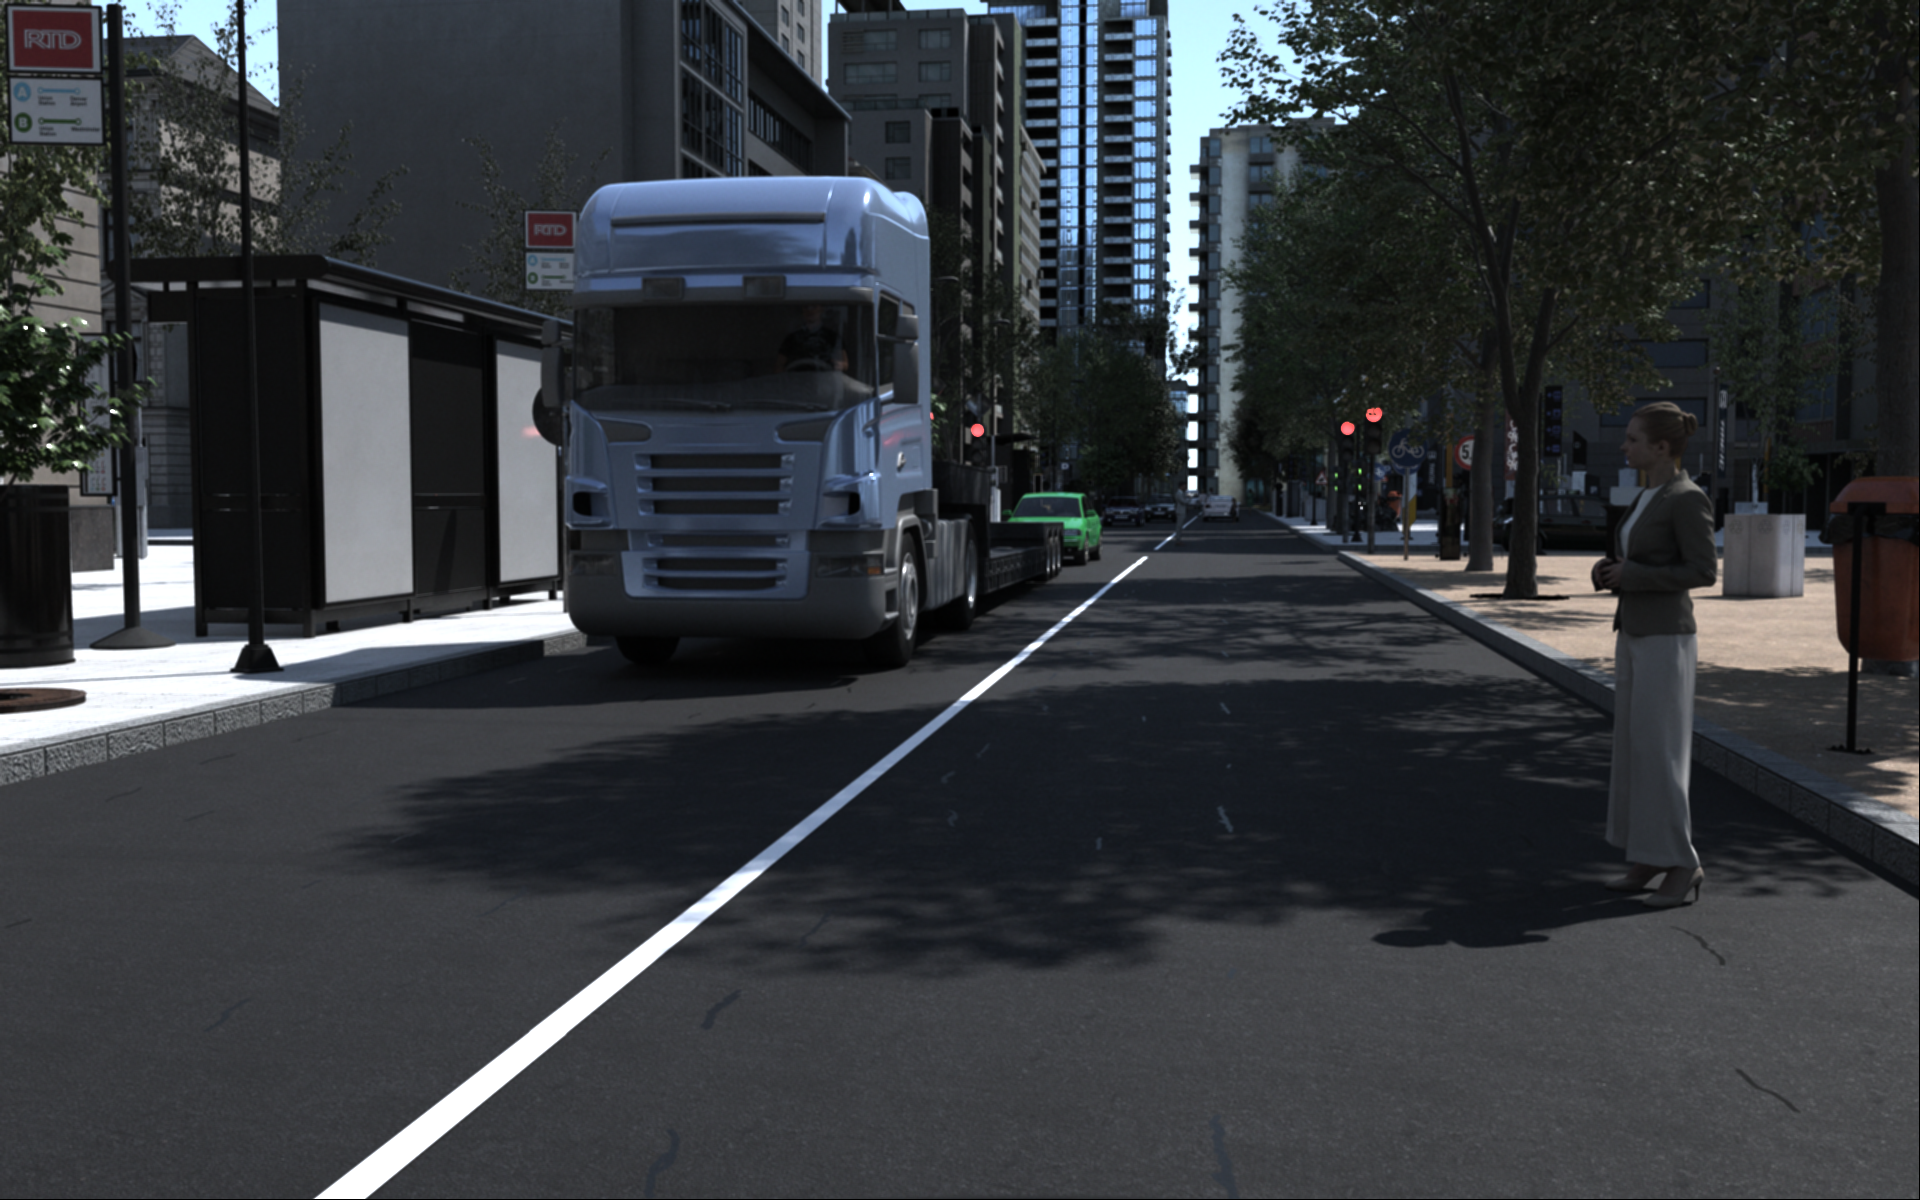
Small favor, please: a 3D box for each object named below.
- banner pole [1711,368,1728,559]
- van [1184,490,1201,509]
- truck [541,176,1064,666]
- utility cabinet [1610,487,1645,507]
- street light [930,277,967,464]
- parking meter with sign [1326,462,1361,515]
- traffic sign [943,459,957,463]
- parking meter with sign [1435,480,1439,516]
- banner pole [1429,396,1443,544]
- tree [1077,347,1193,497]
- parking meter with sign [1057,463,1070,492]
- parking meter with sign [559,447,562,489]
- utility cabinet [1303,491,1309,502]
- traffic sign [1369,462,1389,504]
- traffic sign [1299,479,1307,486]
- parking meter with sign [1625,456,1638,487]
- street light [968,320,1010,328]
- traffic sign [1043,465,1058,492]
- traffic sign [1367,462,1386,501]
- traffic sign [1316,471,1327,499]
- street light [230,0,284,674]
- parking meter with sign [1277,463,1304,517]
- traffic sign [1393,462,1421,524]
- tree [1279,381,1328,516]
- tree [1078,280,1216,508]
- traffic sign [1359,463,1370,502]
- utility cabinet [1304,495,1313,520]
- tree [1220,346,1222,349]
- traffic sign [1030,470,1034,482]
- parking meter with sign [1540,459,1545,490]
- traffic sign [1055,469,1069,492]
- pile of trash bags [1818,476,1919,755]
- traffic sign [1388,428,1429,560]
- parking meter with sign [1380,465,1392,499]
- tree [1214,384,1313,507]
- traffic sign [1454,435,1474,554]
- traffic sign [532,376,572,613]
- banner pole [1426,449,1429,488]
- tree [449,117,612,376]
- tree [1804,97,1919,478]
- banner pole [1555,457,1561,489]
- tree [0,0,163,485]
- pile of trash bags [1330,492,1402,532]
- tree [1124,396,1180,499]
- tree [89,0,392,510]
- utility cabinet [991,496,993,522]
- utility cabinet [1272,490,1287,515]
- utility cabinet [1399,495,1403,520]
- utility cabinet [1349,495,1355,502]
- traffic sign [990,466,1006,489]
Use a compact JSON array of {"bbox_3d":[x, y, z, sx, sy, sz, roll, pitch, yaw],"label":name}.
[{"bbox_3d":[15.136,-2.724,34.550,0.401,3.779,0.863,3,5,43],"label":"banner pole"},{"bbox_3d":[22.131,-9.678,165.246,2.013,2.044,4.112,0,4,7],"label":"van"},{"bbox_3d":[-0.643,-1.937,21.432,2.967,4.110,18.799,0,4,8],"label":"truck"},{"bbox_3d":[20.415,-2.694,52.733,1.173,1.500,0.318,1,4,15],"label":"utility cabinet"},{"bbox_3d":[-0.725,-3.960,37.279,1.470,5.913,1.316,1,4,9],"label":"street light"},{"bbox_3d":[20.368,-5.825,91.496,1.738,3.016,0.543,0,4,-6],"label":"parking meter with sign"},{"bbox_3d":[-0.403,-3.793,62.122,0.768,2.556,0.104,1,4,14],"label":"traffic sign"},{"bbox_3d":[25.072,-5.858,92.039,0.543,3.016,1.738,-2,4,-25],"label":"parking meter with sign"},{"bbox_3d":[12.346,-3.333,44.511,0.401,3.779,0.863,1,4,16],"label":"banner pole"},{"bbox_3d":[13.483,-13.366,135.546,9.611,12.733,9.660,0,3,0],"label":"tree"},{"bbox_3d":[5.569,-6.063,95.387,0.543,3.016,1.738,1,4,19],"label":"parking meter with sign"},{"bbox_3d":[-13.092,-3.519,53.796,0.543,3.016,1.738,3,5,40],"label":"parking meter with sign"},{"bbox_3d":[22.765,-6.447,114.084,0.318,1.500,1.173,0,4,5],"label":"utility cabinet"},{"bbox_3d":[17.064,-4.332,70.839,0.884,2.594,0.081,1,4,13],"label":"traffic sign"},{"bbox_3d":[21.669,-6.754,110.427,0.884,2.594,0.081,1,4,15],"label":"traffic sign"},{"bbox_3d":[26.982,-4.489,69.652,0.543,3.016,1.738,1,4,22],"label":"parking meter with sign"},{"bbox_3d":[0.636,-4.515,46.358,1.470,5.913,1.316,1,4,9],"label":"street light"},{"bbox_3d":[4.048,-4.682,76.658,0.768,2.556,0.104,1,4,15],"label":"traffic sign"},{"bbox_3d":[16.770,-4.267,69.870,0.768,2.556,0.104,1,4,10],"label":"traffic sign"},{"bbox_3d":[19.810,-5.803,94.876,0.884,2.594,0.081,1,4,17],"label":"traffic sign"},{"bbox_3d":[-4.555,-2.430,12.271,1.470,5.913,1.316,1,4,9],"label":"street light"},{"bbox_3d":[18.732,-6.176,97.232,1.738,3.016,0.543,2,4,27],"label":"parking meter with sign"},{"bbox_3d":[12.368,-2.929,47.989,0.768,2.556,0.104,1,4,16],"label":"traffic sign"},{"bbox_3d":[20.361,-9.291,102.267,4.737,8.622,4.395,0,3,0],"label":"tree"},{"bbox_3d":[17.466,-18.058,151.142,12.611,20.169,13.585,0,3,0],"label":"tree"},{"bbox_3d":[16.815,-4.361,71.405,0.768,2.556,0.104,1,4,17],"label":"traffic sign"},{"bbox_3d":[16.922,-4.454,83.983,0.306,1.237,1.020,0,4,2],"label":"utility cabinet"},{"bbox_3d":[13.313,-8.897,63.600,7.486,12.596,7.792,0,3,0],"label":"tree"},{"bbox_3d":[3.471,-5.427,88.838,0.768,2.556,0.104,1,4,17],"label":"traffic sign"},{"bbox_3d":[28.695,-5.501,86.194,0.543,3.016,1.738,2,4,24],"label":"parking meter with sign"},{"bbox_3d":[4.239,-4.268,71.918,0.606,2.300,0.079,1,4,9],"label":"traffic sign"},{"bbox_3d":[5.302,0.141,7.454,1.912,1.369,3.447,-2,4,-28],"label":"pile of trash bags"},{"bbox_3d":[8.655,-2.044,33.526,0.768,2.556,0.104,1,4,10],"label":"traffic sign"},{"bbox_3d":[25.727,-6.642,104.854,0.543,3.016,1.738,0,4,6],"label":"parking meter with sign"},{"bbox_3d":[30.451,-16.064,173.009,12.009,13.543,11.850,0,3,0],"label":"tree"},{"bbox_3d":[10.982,-2.268,37.180,0.768,2.556,0.104,1,4,18],"label":"traffic sign"},{"bbox_3d":[-4.254,-1.136,18.673,0.768,2.556,0.104,1,4,11],"label":"traffic sign"},{"bbox_3d":[23.189,-5.782,84.551,0.863,3.779,0.401,1,4,13],"label":"banner pole"},{"bbox_3d":[-8.530,-5.151,34.585,4.360,8.622,3.978,0,3,0],"label":"tree"},{"bbox_3d":[16.663,-4.831,29.344,4.360,8.622,3.978,0,3,0],"label":"tree"},{"bbox_3d":[26.457,-5.298,76.634,0.401,3.779,0.863,3,4,36],"label":"banner pole"},{"bbox_3d":[-10.963,-4.206,19.125,4.737,8.622,4.395,0,3,0],"label":"tree"},{"bbox_3d":[14.341,-3.067,59.903,1.912,1.369,3.447,3,5,41],"label":"pile of trash bags"},{"bbox_3d":[19.515,-16.072,180.910,7.486,12.596,7.792,0,3,0],"label":"tree"},{"bbox_3d":[-10.443,-4.557,24.874,4.360,8.622,3.978,0,3,0],"label":"tree"},{"bbox_3d":[0.447,-2.504,52.101,1.020,1.237,0.306,1,4,19],"label":"utility cabinet"},{"bbox_3d":[19.878,-6.011,106.964,1.173,1.500,0.318,3,5,42],"label":"utility cabinet"},{"bbox_3d":[21.675,-4.522,85.093,1.020,1.237,0.306,0,4,3],"label":"utility cabinet"},{"bbox_3d":[17.444,-4.087,77.988,0.306,1.237,1.020,2,4,33],"label":"utility cabinet"},{"bbox_3d":[1.390,-3.758,63.565,0.606,2.300,0.079,1,4,17],"label":"traffic sign"}]
